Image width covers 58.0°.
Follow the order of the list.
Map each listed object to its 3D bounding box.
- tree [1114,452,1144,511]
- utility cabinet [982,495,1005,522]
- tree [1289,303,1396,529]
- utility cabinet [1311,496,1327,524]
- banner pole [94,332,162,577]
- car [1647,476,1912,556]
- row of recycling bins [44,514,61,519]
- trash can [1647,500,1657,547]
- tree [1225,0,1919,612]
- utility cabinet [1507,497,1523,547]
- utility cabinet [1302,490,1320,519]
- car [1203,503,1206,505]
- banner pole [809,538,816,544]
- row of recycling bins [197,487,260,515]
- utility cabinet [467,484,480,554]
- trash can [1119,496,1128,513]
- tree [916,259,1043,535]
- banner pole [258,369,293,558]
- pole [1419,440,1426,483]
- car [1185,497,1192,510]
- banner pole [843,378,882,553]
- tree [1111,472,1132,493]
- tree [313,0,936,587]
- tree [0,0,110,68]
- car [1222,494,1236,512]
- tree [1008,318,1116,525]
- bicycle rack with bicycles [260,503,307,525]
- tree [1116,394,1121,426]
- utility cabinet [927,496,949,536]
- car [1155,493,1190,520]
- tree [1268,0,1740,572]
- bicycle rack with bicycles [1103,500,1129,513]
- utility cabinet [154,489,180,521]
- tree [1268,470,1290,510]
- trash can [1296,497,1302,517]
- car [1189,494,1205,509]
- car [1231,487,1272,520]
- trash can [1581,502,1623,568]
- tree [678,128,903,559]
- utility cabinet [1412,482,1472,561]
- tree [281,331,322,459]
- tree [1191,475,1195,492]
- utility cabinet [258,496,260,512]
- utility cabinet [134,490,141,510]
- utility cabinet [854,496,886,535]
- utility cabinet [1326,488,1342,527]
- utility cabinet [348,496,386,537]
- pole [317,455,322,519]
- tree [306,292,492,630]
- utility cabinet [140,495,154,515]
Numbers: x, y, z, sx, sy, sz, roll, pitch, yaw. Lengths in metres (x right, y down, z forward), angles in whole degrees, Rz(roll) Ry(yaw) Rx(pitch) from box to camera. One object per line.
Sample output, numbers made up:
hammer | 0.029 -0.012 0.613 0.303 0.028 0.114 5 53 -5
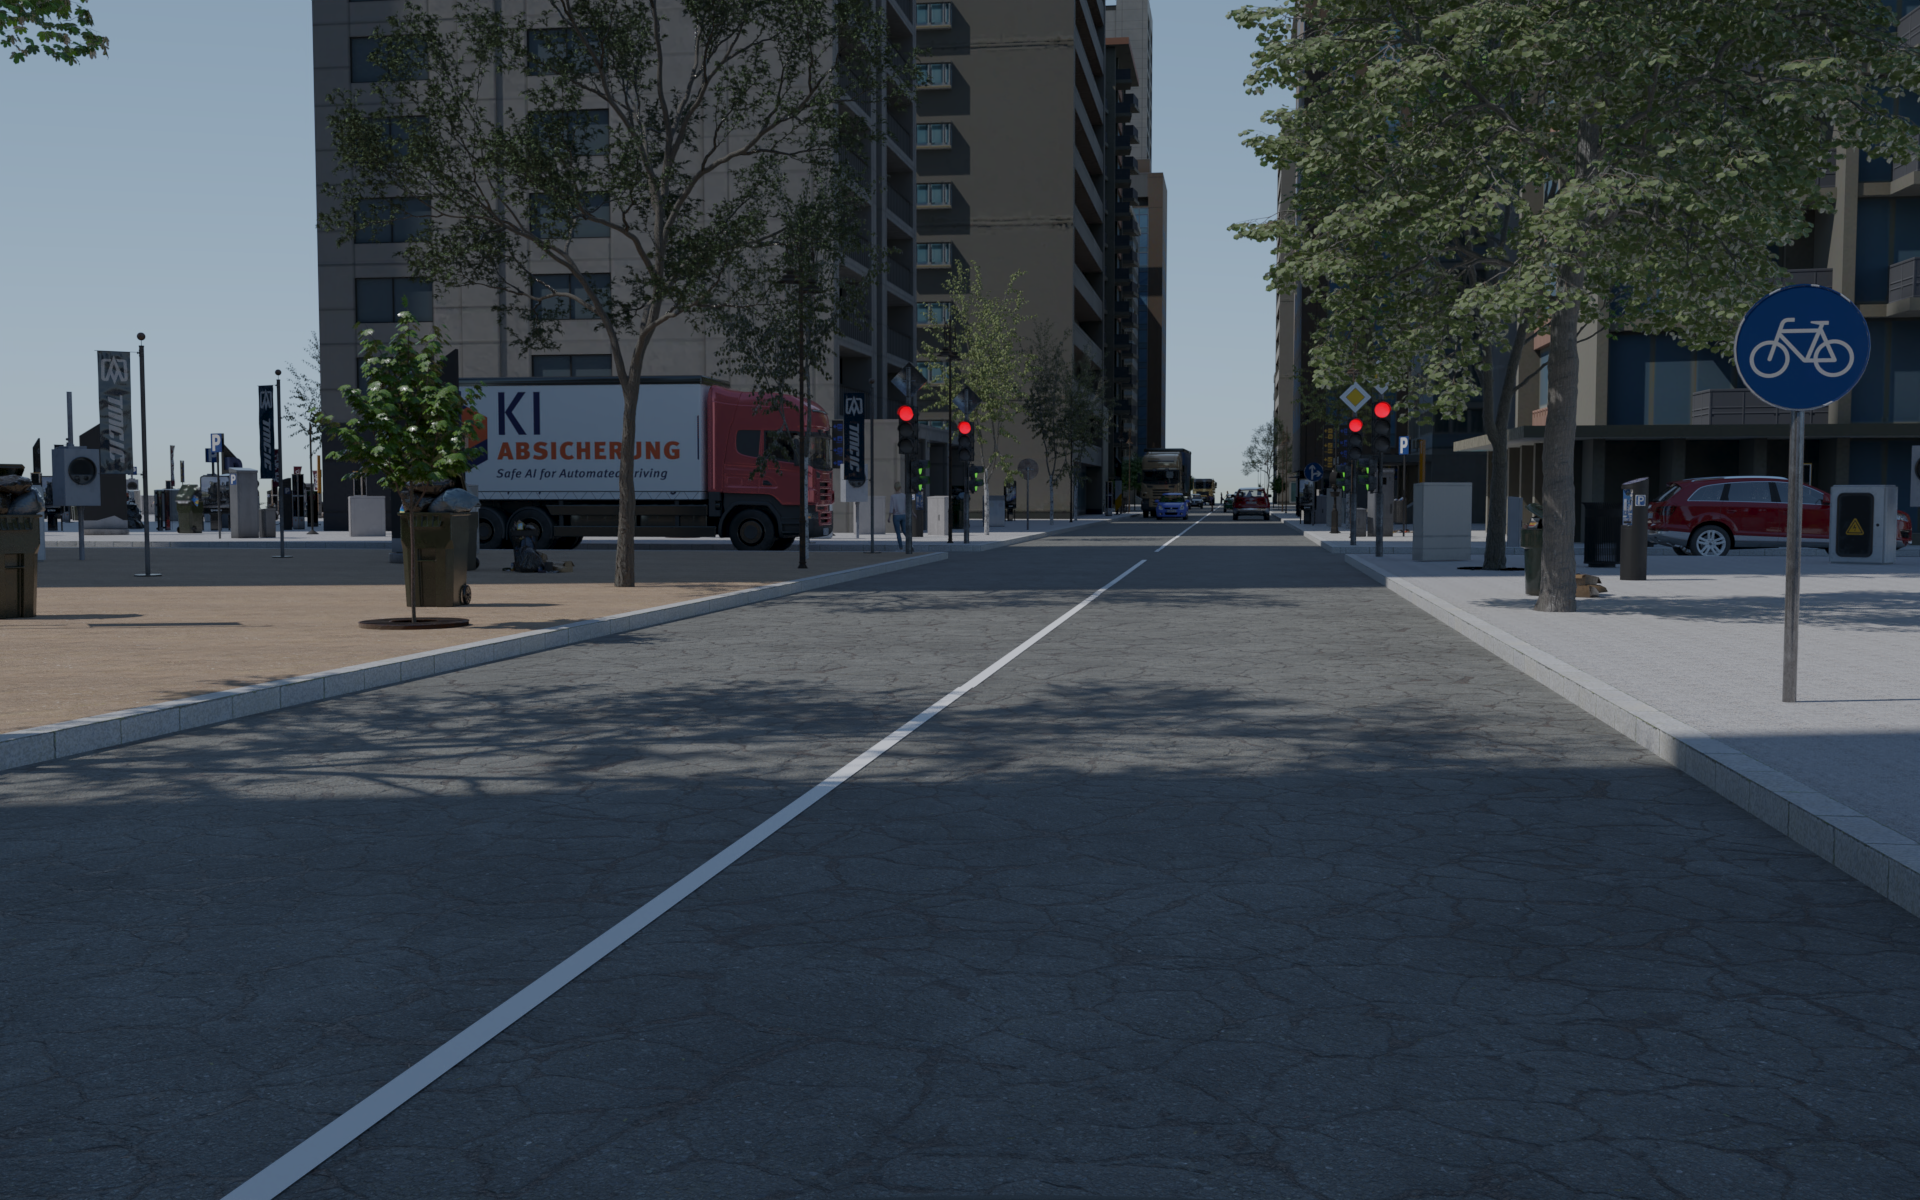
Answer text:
tree | 13.564 -9.162 133.518 4.285 4.588 4.351 0 3 0
utility cabinet | 1.547 -4.185 79.590 1.020 1.237 0.306 0 4 2
tree | 14.284 -6.941 63.843 4.737 8.622 4.395 0 3 0
utility cabinet | 15.473 -3.905 75.006 1.020 1.237 0.306 -1 4 -23
banner pole | -12.859 -2.248 26.775 0.863 3.779 0.401 -2 4 -35
car | 17.481 -1.742 37.156 5.304 1.827 2.281 1 4 11
row of recycling bins | -46.338 -5.051 89.701 1.069 1.692 3.534 3 5 41
trash can | 16.596 -1.856 41.997 0.748 1.137 0.748 0 3 0
tree | 6.915 -6.133 18.399 7.486 12.596 7.792 0 3 0
utility cabinet | 13.615 -1.915 42.472 0.306 1.237 1.020 1 4 22
utility cabinet | 17.624 -4.766 86.610 0.318 1.500 1.173 -2 4 -34
car | 31.870 -13.478 229.951 1.945 1.707 3.694 0 4 8
banner pole | -4.012 -3.376 45.220 0.401 3.779 0.863 -1 4 -15
row of recycling bins | -41.512 -5.569 98.169 3.534 1.692 1.069 -3 5 -42
utility cabinet | -10.564 -1.688 36.273 0.318 1.500 1.173 2 4 23
trash can | 10.993 -6.439 116.930 0.748 1.137 0.748 0 3 0
tree | 0.712 -6.321 53.712 4.737 8.622 4.395 0 3 0
banner pole | -13.867 -2.748 34.950 0.863 3.779 0.401 2 4 31
pole | 17.345 -4.353 65.013 0.158 3.312 0.155 0 3 0
car | 20.357 -8.958 159.037 1.945 1.354 3.894 0 4 8
banner pole | -2.130 -2.905 37.511 0.863 3.779 0.401 1 4 8
tree | 11.969 -8.178 128.308 1.663 3.219 1.824 0 3 0
tree | -4.637 -5.436 23.285 8.767 10.594 7.601 0 4 -4
tree | -6.679 -5.057 8.436 9.928 11.665 9.643 0 3 0
car | 21.762 -7.657 136.993 2.131 1.459 4.920 1 4 9
tree | 3.883 -7.430 71.838 4.360 8.622 3.978 0 3 0
bicycle rack with bicycles | -28.784 -3.610 72.402 2.852 0.926 2.925 1 4 19
tree | 5.647 -8.143 83.498 4.360 8.622 3.978 0 3 0
utility cabinet | -0.638 -2.618 53.968 0.306 1.237 1.020 -2 4 -32
car | 11.874 -5.335 96.811 1.945 1.707 3.694 1 4 9
tree | 8.981 -6.297 28.715 9.928 11.665 9.643 0 3 0
bicycle rack with bicycles | 10.097 -6.182 114.455 2.852 0.926 2.925 0 4 7
utility cabinet | -36.514 -4.353 79.855 1.173 1.500 0.318 0 4 3
tree | 29.678 -10.148 160.524 1.663 3.219 1.824 0 3 0
trash can | 19.275 -5.269 97.803 0.748 1.137 0.748 0 3 0
car | 22.957 -9.782 169.720 2.009 1.686 4.222 0 4 7
car | 16.236 -5.375 96.554 2.281 1.827 5.304 1 4 9
trash can | 11.262 -1.144 30.354 0.748 1.137 0.748 0 3 0
tree | -3.309 -5.122 34.107 4.360 8.622 3.978 0 3 0
utility cabinet | 9.220 -1.496 33.142 1.173 1.500 0.318 -2 4 -25
tree | -27.780 -7.751 77.099 4.737 8.622 4.395 0 3 0
tree | 36.146 -17.867 275.837 4.285 4.588 4.351 0 3 0
utility cabinet | -24.693 -3.009 60.354 0.306 1.237 1.020 0 4 -4
utility cabinet | -45.359 -5.247 94.469 1.173 1.500 0.318 0 4 -4
utility cabinet | -2.874 -2.680 54.982 1.020 1.237 0.306 -2 4 -32
utility cabinet | 14.638 -3.611 67.714 0.318 1.500 1.173 0 4 -3
utility cabinet | -17.900 -2.515 52.284 1.020 1.237 0.306 -2 4 -30
pole | -33.574 -5.927 90.749 0.158 3.312 0.155 0 3 0
tree | -5.415 -1.349 16.664 1.663 3.219 1.824 0 3 0
utility cabinet | -50.782 -5.937 108.231 0.306 1.237 1.020 2 4 25
